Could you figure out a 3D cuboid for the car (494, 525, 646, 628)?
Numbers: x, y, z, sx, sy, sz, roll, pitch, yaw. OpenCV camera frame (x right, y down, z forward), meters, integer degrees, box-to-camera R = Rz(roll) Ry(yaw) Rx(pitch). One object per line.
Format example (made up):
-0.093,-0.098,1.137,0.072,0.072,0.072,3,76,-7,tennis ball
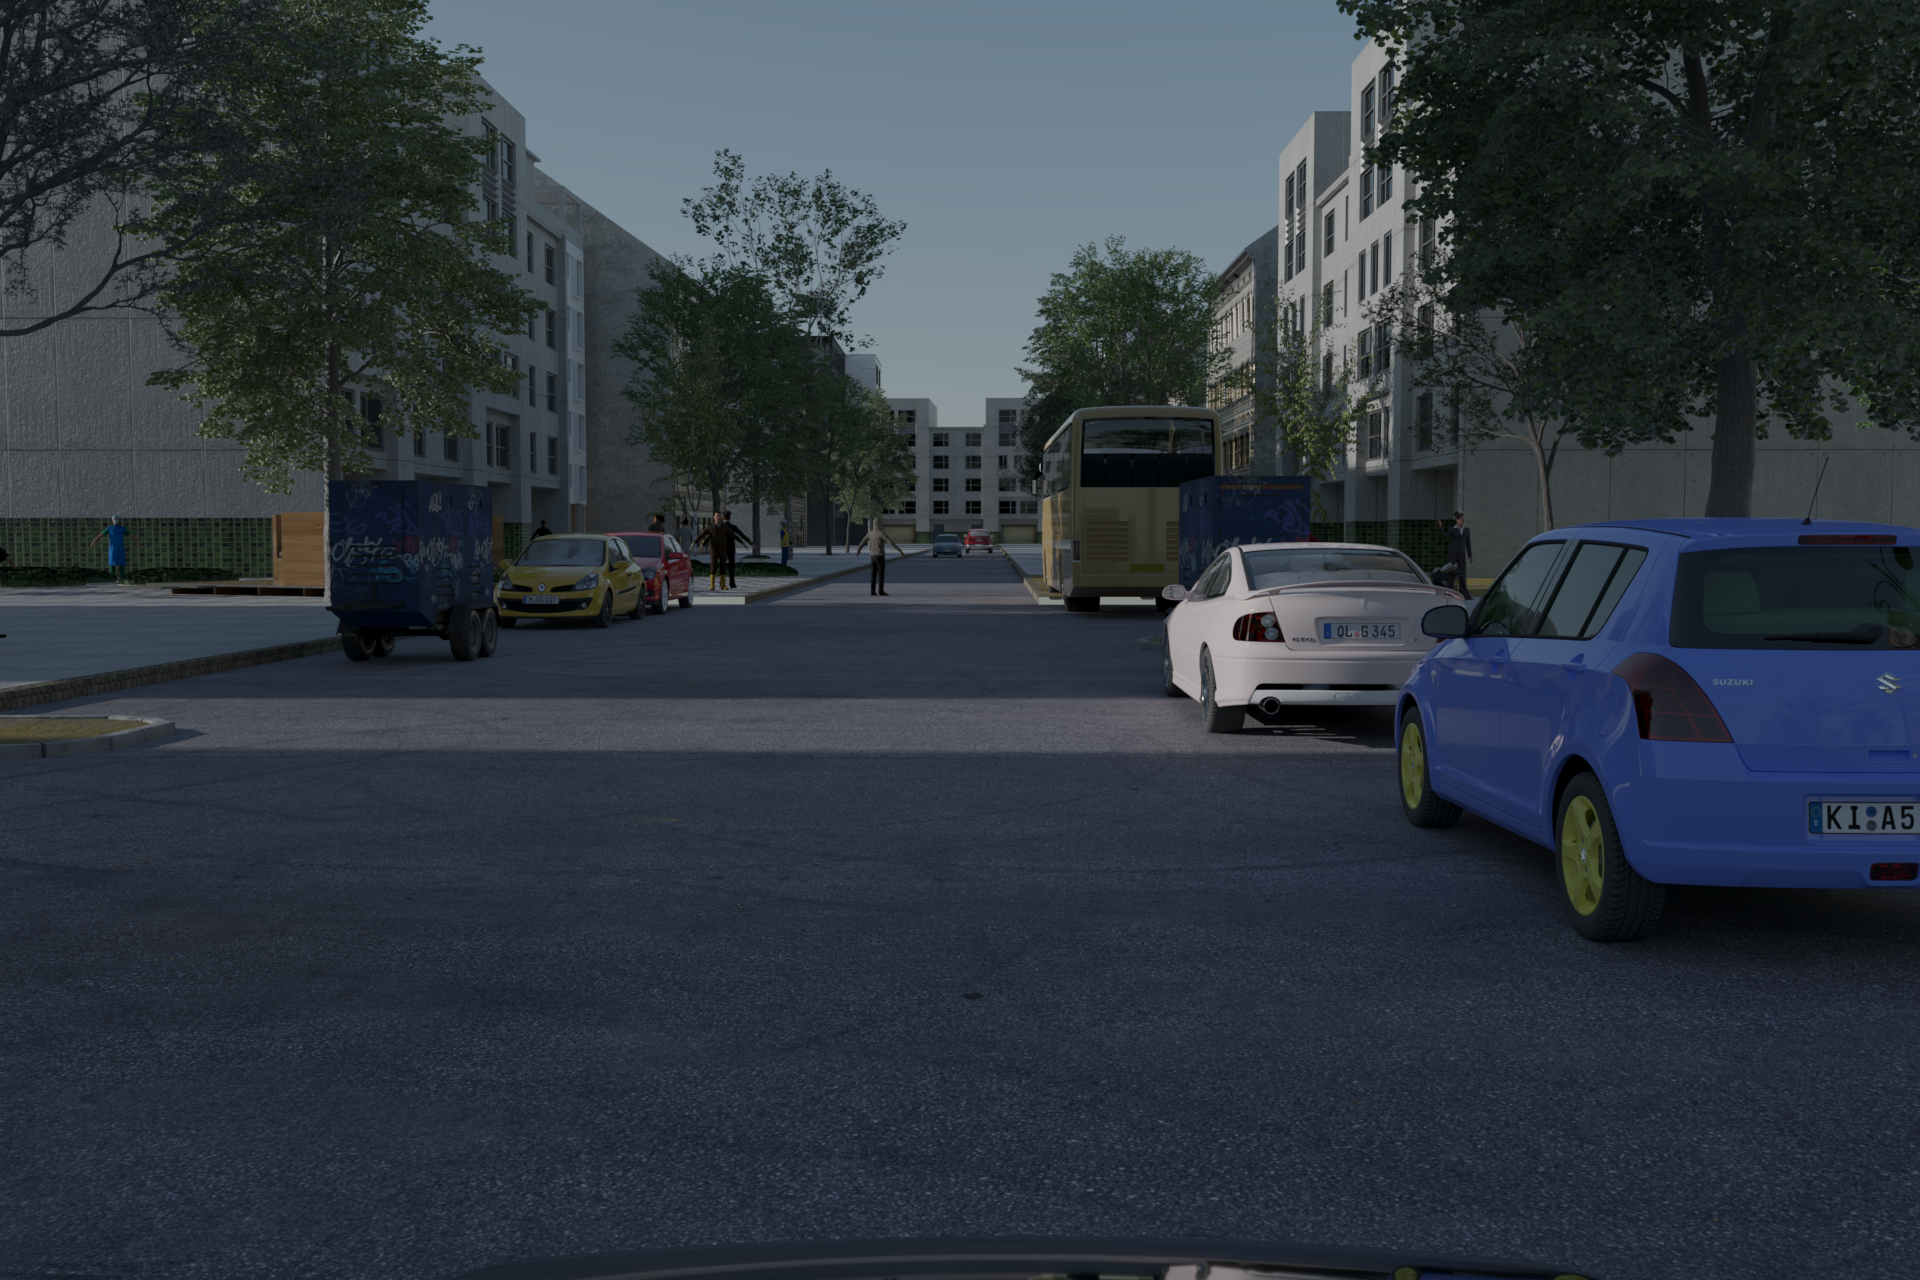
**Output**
-6.184,-1.066,27.645,2.015,1.641,3.980,0,4,1,car

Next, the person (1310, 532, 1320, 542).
5.863,-1.499,30.609,1.345,1.816,0.704,3,4,38,person

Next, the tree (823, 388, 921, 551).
-6.877,-13.206,134.040,7.486,12.596,7.792,0,3,0,tree

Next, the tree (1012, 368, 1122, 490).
6.934,-9.428,88.557,8.767,10.594,7.601,0,4,-1,tree

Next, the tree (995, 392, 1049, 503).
8.288,-13.556,132.016,12.009,13.543,11.850,0,3,0,tree

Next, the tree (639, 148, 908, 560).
-9.290,-14.063,85.814,12.611,20.169,13.585,0,3,0,tree

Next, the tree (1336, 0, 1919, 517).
9.053,-6.935,20.041,9.857,13.997,8.962,0,3,0,tree

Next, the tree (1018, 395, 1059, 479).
7.169,-10.243,101.883,8.767,10.594,7.601,1,4,22,tree

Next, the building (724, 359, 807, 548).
-24.896,-20.416,164.726,19.493,23.208,18.063,0,4,1,building

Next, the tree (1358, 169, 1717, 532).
13.825,-6.484,40.433,8.767,10.594,7.601,0,4,3,tree

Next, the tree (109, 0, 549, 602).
-11.660,-6.984,32.320,7.486,12.596,7.792,0,3,0,tree

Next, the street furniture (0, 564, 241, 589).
-23.725,-1.724,43.816,10.072,0.657,5.734,1,4,22,street furniture

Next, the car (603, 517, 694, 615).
-6.123,-1.416,32.196,2.155,1.783,4.494,0,4,1,car

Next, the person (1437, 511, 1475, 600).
9.604,-1.636,33.592,0.742,1.727,0.445,-3,4,-36,person

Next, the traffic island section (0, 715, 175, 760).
-6.609,0.670,11.911,1.991,0.108,1.994,0,4,1,traffic island section

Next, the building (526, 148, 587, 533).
-26.314,-13.953,84.543,16.016,20.090,11.380,0,4,2,building

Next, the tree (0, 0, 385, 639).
-12.293,-6.746,20.660,12.009,13.543,11.850,0,3,0,tree

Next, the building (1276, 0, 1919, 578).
23.069,-12.169,65.414,16.747,18.905,31.486,0,4,1,building

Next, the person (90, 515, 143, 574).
-23.947,-2.634,49.189,1.347,1.817,0.704,-2,4,-25,person

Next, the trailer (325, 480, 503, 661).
-6.197,-0.739,19.130,1.471,1.999,3.904,0,4,1,trailer

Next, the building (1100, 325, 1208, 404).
28.562,-20.763,183.456,27.936,21.610,32.646,0,4,1,building

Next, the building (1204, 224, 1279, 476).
24.888,-16.508,100.838,19.493,23.208,18.063,0,4,1,building

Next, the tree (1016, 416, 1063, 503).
7.134,-10.915,112.879,7.601,10.594,8.767,-1,4,-12,tree

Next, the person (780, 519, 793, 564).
-5.634,-3.054,56.389,0.721,1.772,1.216,0,4,6,person

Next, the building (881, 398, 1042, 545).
3.731,-22.167,231.343,31.486,18.905,16.747,0,4,3,building

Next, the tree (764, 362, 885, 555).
-8.001,-10.910,104.135,9.928,11.665,9.643,0,3,0,tree

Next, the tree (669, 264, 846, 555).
-8.753,-9.527,73.892,7.486,12.596,7.792,0,3,0,tree

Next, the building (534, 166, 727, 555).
-25.399,-16.964,108.296,19.493,23.208,18.063,0,4,2,building

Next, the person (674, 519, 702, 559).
-9.586,-3.336,60.725,1.347,1.806,0.705,2,4,29,person

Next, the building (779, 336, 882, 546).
-23.523,-21.455,194.757,27.936,21.610,32.646,0,4,0,building

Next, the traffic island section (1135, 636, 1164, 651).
3.256,0.053,22.001,1.991,0.108,1.994,0,3,0,traffic island section

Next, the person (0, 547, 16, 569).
-10.400,-0.678,17.872,0.721,1.737,1.214,3,4,38,person

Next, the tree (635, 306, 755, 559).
-8.707,-6.497,56.582,4.737,8.622,4.395,0,3,0,tree

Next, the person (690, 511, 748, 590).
-5.530,-2.050,39.657,1.346,1.812,0.704,-1,4,-18,person

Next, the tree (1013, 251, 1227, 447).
7.319,-10.486,78.100,9.857,13.997,8.962,0,3,0,tree

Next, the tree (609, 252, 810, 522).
-9.185,-8.486,64.494,9.928,11.665,9.643,0,3,0,tree

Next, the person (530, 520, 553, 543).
-15.275,-3.511,63.629,1.346,1.802,0.704,1,4,21,person

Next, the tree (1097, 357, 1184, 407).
7.402,-7.218,68.383,4.360,8.622,3.978,0,3,0,tree

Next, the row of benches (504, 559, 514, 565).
-13.819,-1.837,45.505,4.104,0.672,1.422,-1,4,-15,row of benches

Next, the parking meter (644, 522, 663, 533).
-6.325,-1.675,35.792,0.372,1.533,0.369,0,3,0,parking meter

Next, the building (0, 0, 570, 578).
-26.838,-12.183,65.647,16.747,18.905,31.486,0,4,0,building

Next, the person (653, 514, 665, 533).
-8.185,-2.491,46.879,0.704,1.843,1.345,-2,4,-27,person

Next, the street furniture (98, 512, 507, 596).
-11.860,-1.939,38.554,9.812,1.723,11.010,2,4,25,street furniture

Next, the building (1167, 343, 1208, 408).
28.884,-19.955,157.190,19.493,23.208,18.063,0,4,1,building

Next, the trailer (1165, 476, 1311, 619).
2.953,-0.724,18.889,1.471,1.999,3.904,0,4,0,trailer

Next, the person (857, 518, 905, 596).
-1.892,-1.939,40.288,1.348,1.813,0.705,2,4,32,person

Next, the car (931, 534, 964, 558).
-0.753,-5.710,105.368,2.014,1.417,4.499,0,4,1,car

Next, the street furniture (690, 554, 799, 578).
-9.907,-2.225,52.009,10.072,0.657,5.734,0,4,-8,street furniture

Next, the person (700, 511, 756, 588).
-5.522,-2.153,41.130,1.347,1.837,0.705,0,4,1,person

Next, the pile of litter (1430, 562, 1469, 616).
7.141,-0.752,26.257,1.176,0.858,1.719,0,4,1,pile of litter

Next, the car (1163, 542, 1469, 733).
2.713,-0.090,13.834,2.083,1.381,4.827,0,4,1,car

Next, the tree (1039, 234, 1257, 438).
6.499,-8.191,59.678,9.928,11.665,9.643,0,3,0,tree

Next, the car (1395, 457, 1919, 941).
3.033,0.135,7.383,1.945,1.707,3.694,0,4,0,car

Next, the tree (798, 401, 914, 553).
-7.614,-11.255,118.430,8.767,10.594,7.601,-2,4,-26,tree

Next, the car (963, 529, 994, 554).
1.388,-7.273,127.586,2.281,1.827,5.304,0,4,0,car

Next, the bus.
3.112,-2.641,34.732,2.896,3.916,12.252,0,3,0,bus

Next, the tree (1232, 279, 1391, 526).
10.144,-6.134,50.645,4.737,8.622,4.395,0,3,0,tree

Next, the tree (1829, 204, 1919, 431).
24.948,-7.164,42.892,9.928,11.665,9.643,0,3,0,tree
